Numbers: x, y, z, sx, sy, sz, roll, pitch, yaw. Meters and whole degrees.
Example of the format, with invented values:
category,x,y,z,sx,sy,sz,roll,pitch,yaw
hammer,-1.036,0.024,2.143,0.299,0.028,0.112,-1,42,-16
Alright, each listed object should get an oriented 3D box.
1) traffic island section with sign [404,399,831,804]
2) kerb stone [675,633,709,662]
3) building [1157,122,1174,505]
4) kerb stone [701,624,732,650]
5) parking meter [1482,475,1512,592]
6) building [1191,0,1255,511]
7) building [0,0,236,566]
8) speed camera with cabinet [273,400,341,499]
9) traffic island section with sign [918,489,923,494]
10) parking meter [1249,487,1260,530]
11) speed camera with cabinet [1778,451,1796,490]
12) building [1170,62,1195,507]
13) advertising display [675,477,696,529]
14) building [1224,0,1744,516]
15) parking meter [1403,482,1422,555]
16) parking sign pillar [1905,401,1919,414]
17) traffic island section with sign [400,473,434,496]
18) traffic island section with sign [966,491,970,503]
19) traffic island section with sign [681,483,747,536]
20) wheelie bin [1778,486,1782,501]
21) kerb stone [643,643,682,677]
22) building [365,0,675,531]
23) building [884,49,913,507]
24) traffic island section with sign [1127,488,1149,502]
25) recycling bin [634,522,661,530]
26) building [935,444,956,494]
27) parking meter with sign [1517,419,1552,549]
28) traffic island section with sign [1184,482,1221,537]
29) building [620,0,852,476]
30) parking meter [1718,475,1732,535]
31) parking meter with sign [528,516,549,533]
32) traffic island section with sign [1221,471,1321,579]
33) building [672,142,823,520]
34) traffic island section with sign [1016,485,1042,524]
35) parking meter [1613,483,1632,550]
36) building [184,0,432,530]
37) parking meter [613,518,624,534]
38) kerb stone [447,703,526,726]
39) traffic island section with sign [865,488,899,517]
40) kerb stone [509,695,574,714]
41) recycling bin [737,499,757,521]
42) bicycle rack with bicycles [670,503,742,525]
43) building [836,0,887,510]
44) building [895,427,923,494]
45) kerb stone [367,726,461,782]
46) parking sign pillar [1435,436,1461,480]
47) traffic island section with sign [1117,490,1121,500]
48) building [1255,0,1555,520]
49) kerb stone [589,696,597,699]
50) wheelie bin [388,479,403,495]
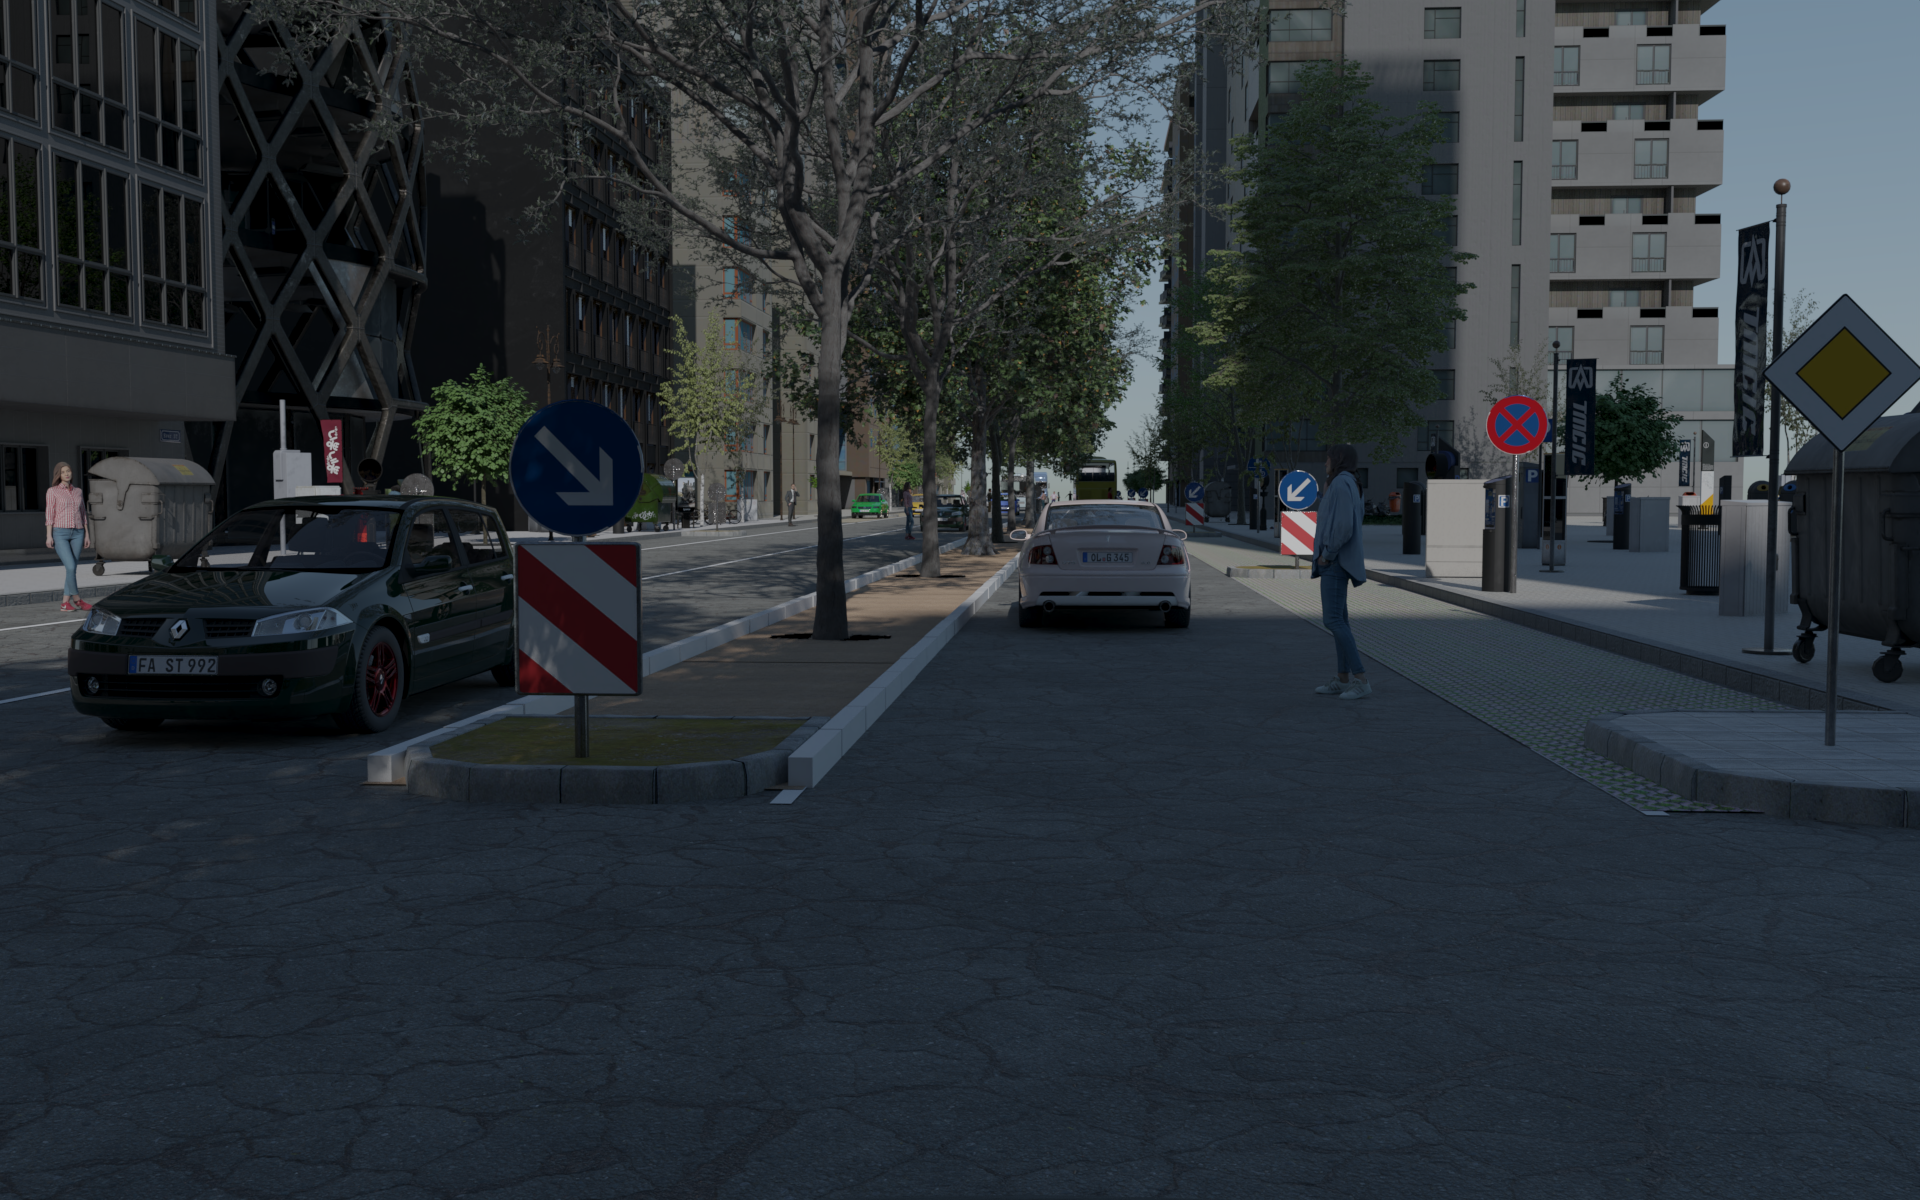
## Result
category,x,y,z,sx,sy,sz,roll,pitch,yaw
traffic island section with sign,-1.792,-0.051,8.964,2.006,1.907,1.989,0,4,4
kerb stone,-2.395,0.431,15.193,0.120,0.150,1.000,0,4,4
building,34.423,-33.232,197.962,22.147,44.769,28.867,0,4,4
kerb stone,-2.323,0.366,16.212,0.120,0.150,1.000,0,4,4
parking meter,7.071,-0.879,22.789,0.372,1.533,0.369,0,3,0
building,29.507,-36.575,140.007,21.231,58.520,28.212,0,4,4
building,-22.812,-14.139,24.687,14.314,27.812,24.014,0,4,4
speed camera with cabinet,-13.619,-2.556,36.122,0.660,3.252,2.038,-3,5,-44
traffic island section with sign,-2.931,-7.787,135.940,1.989,1.847,2.006,0,4,4
parking meter,10.610,-3.298,62.333,0.372,1.533,0.369,0,3,0
speed camera with cabinet,38.523,-5.206,79.449,2.038,3.252,0.660,0,4,-4
building,28.876,-32.210,176.751,14.600,45.320,14.200,0,4,4
advertising display,-10.191,-3.614,64.295,0.123,1.923,0.974,2,4,34
building,31.768,-31.966,111.888,28.713,52.752,27.495,0,4,4
parking meter,9.608,-1.736,36.803,0.372,1.533,0.369,0,3,0
parking sign pillar,22.344,-3.176,40.395,1.447,3.967,1.447,-2,4,-33
traffic island section with sign,-10.404,-1.468,32.626,1.989,1.847,2.006,0,4,4
traffic island section with sign,1.087,-11.180,191.423,1.989,1.847,2.006,0,4,4
traffic island section with sign,-8.439,-3.128,59.778,1.989,1.847,2.006,0,4,4
wheelie bin,31.469,-3.538,65.755,0.980,1.594,0.693,0,4,6
kerb stone,-2.468,0.492,14.162,0.120,0.150,1.000,0,4,4
building,-19.040,-14.510,66.910,12.332,23.373,15.834,0,4,4
building,-15.617,-45.462,181.552,20.563,71.187,20.611,0,4,4
traffic island section with sign,11.361,-6.116,108.626,1.989,1.847,2.006,0,4,4
recycling bin,-11.104,-2.994,61.504,0.722,1.027,0.722,3,5,39
building,-15.419,-23.118,223.014,27.650,21.520,28.899,0,4,4
parking meter with sign,13.439,-2.731,40.908,0.543,3.016,1.738,0,4,1
traffic island section with sign,7.689,-3.015,57.921,1.989,1.847,2.006,0,4,4
building,-23.173,-32.987,128.570,28.713,52.752,27.495,0,4,4
parking meter,23.838,-2.952,53.979,0.255,1.863,0.399,0,4,0
parking meter with sign,-14.222,-3.792,58.268,0.543,3.016,1.738,-2,4,-34
traffic island section with sign,5.670,-1.311,30.067,1.989,1.847,2.006,0,4,4
building,-23.549,-15.644,100.816,27.650,21.520,28.899,0,4,4
traffic island section with sign,3.621,-4.634,83.908,2.006,1.907,1.989,0,4,4
parking meter,15.295,-1.932,40.004,0.372,1.533,0.369,0,3,0
building,-23.214,-10.885,45.419,16.820,18.784,16.811,0,4,4
parking meter,-11.022,-2.903,55.867,0.372,1.533,0.369,0,3,0
kerb stone,-2.762,0.747,10.080,0.120,0.150,1.000,0,4,4
traffic island section with sign,-4.891,-6.131,108.866,1.989,1.847,2.006,0,4,4
kerb stone,-2.684,0.679,11.101,0.120,0.150,1.000,0,4,4
recycling bin,-10.048,-4.236,81.814,0.722,1.027,0.722,-2,4,-35
bicycle rack with bicycles,-10.836,-3.623,72.617,2.925,0.926,2.852,0,4,6
building,-13.866,-30.512,148.988,14.600,45.320,14.200,0,4,4
building,-10.832,-33.624,199.856,14.600,45.320,14.200,0,4,4
kerb stone,-2.832,0.812,9.056,0.120,0.150,1.000,0,4,4
parking sign pillar,21.700,-5.442,77.447,1.447,3.967,1.447,-3,4,-37
traffic island section with sign,13.295,-7.763,135.558,1.989,1.847,2.006,0,4,4
building,22.738,-19.615,92.402,14.160,30.474,14.107,0,4,4
kerb stone,-2.617,0.616,12.123,0.120,0.150,1.000,0,4,4
wheelie bin,-12.009,-1.818,37.635,0.693,1.594,0.980,1,4,20
